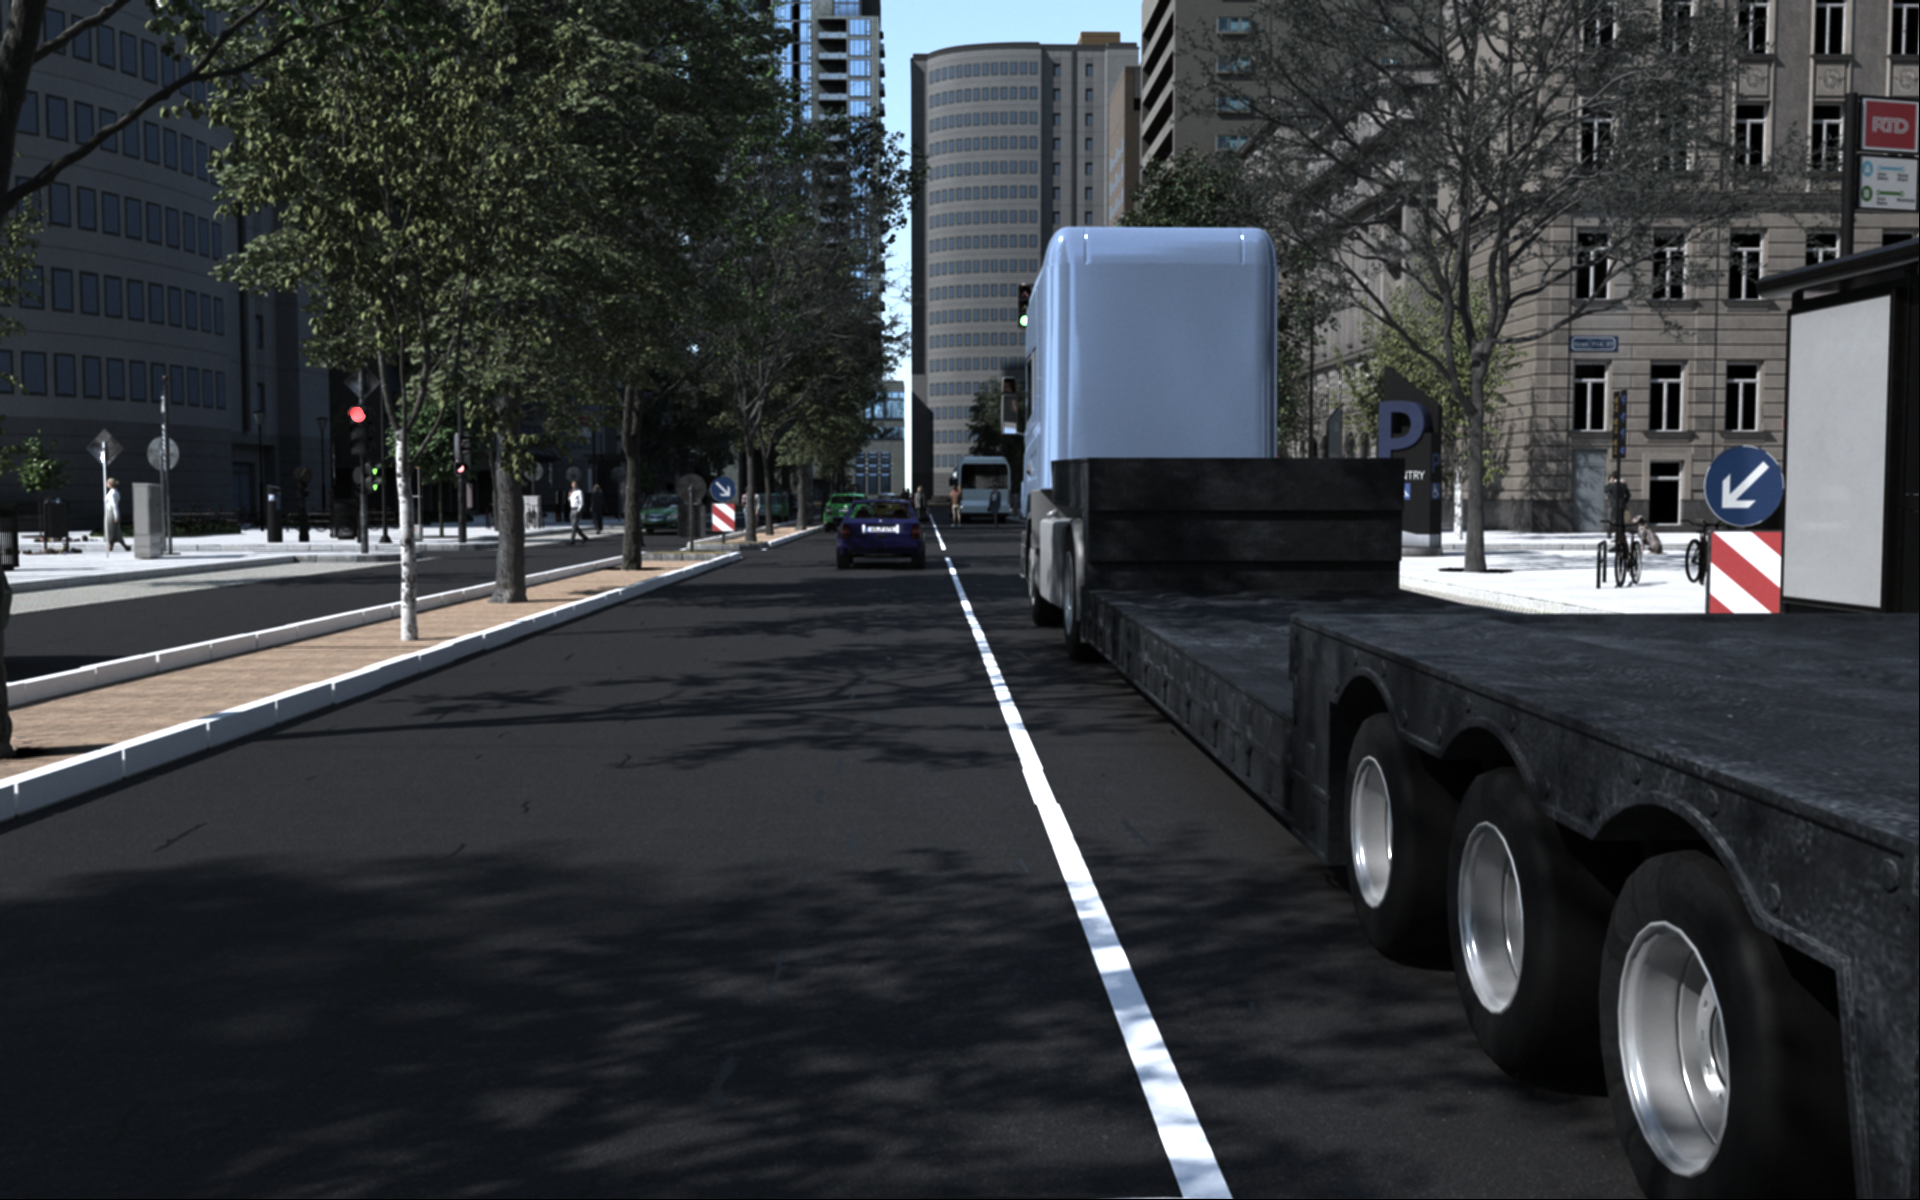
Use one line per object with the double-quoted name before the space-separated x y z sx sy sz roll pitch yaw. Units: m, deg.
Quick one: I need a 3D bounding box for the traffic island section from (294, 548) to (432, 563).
"traffic island section" -12.895 -0.929 37.477 2.009 0.180 2.903 0 4 -1

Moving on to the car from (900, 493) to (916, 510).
"car" -4.671 -8.924 154.950 2.155 1.783 4.494 0 4 -2

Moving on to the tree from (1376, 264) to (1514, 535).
"tree" 15.538 -6.377 54.619 4.360 8.622 3.978 0 3 0

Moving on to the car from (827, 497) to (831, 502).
"car" -12.567 -10.250 177.375 2.009 1.686 4.222 0 4 -1

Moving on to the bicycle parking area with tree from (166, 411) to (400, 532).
"bicycle parking area with tree" -24.219 -4.622 62.569 9.016 4.147 8.231 1 4 16

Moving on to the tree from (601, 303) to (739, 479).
"tree" -17.217 -12.252 106.969 9.857 13.997 8.962 0 3 0

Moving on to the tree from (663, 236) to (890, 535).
"tree" -6.600 -7.546 60.244 8.767 10.594 7.601 0 4 -1

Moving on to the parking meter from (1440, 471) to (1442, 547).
"parking meter" 10.400 -1.975 38.004 0.255 1.863 0.399 2 4 31

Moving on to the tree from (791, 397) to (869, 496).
"tree" -7.621 -9.241 103.911 4.737 8.622 4.395 0 3 0

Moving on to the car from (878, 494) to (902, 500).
"car" -3.942 -5.298 96.843 2.015 1.641 3.980 0 4 -3

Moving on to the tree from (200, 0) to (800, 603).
"tree" -6.038 -6.255 22.861 7.486 12.596 7.792 0 3 0

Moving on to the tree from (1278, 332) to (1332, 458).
"tree" 14.305 -7.645 75.365 4.360 8.622 3.978 0 3 0

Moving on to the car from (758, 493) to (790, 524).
"car" -9.360 -4.631 84.505 1.959 1.807 4.718 0 4 1

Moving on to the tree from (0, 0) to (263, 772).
"tree" -5.222 -4.934 8.878 9.928 11.665 9.643 0 3 0

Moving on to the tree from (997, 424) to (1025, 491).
"tree" 5.885 -13.105 164.629 4.737 8.622 4.395 0 3 0

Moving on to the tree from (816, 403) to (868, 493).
"tree" -7.544 -9.584 109.515 4.360 8.622 3.978 0 3 0

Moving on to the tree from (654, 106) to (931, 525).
"tree" -8.113 -13.507 79.188 12.611 20.169 13.585 0 3 0

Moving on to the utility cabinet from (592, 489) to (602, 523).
"utility cabinet" -15.724 -4.056 74.997 0.318 1.500 1.173 0 4 -6

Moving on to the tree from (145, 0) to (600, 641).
"tree" -5.320 -3.888 16.388 4.737 8.622 4.395 0 3 0

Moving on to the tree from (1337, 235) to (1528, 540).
"tree" 13.925 -5.997 48.416 4.737 8.622 4.395 0 3 0

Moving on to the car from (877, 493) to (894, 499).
"car" -5.180 -6.991 123.896 1.945 1.707 3.694 0 4 0

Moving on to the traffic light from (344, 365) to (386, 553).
"traffic light" -12.855 -2.962 37.344 0.839 4.253 0.868 0 4 -1

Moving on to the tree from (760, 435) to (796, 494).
"tree" -19.099 -14.136 181.487 4.360 8.622 3.978 0 3 0

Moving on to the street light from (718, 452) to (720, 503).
"street light" -16.167 -9.020 120.018 1.470 5.913 1.316 0 4 -1

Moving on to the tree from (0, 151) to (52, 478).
"tree" -15.411 -4.595 25.496 4.737 8.622 4.395 0 3 0

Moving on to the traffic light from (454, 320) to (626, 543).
"traffic light" -10.942 -4.327 45.408 4.771 5.953 1.251 0 4 -1

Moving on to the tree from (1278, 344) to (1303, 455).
"tree" 14.192 -7.971 80.683 4.737 8.622 4.395 0 3 0

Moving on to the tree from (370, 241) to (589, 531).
"tree" -16.303 -7.663 59.704 7.601 10.594 8.767 0 4 6

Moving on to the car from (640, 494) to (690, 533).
"car" -10.629 -3.101 62.503 2.131 1.459 4.920 0 4 -1

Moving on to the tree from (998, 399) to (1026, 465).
"tree" 6.310 -12.401 137.171 7.601 10.594 8.767 2 4 33

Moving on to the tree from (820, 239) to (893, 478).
"tree" -6.360 -9.032 68.263 7.486 12.596 7.792 0 3 0

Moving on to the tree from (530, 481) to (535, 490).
"tree" -21.927 -5.612 86.357 1.663 3.219 1.824 0 3 0

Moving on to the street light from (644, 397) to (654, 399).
"street light" -15.307 -6.747 82.860 1.470 5.913 1.316 0 4 -1

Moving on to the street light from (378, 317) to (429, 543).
"street light" -14.505 -4.443 45.185 1.470 5.913 1.316 0 4 -1

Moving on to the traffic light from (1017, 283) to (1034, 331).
"traffic light" 3.612 -3.848 37.580 4.771 5.953 1.251 0 4 -1

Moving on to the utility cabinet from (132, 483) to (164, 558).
"utility cabinet" -16.197 -1.584 34.584 0.318 1.500 1.173 -1 4 -13

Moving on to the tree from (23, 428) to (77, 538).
"tree" -27.046 -3.441 50.862 1.663 3.219 1.824 0 3 0

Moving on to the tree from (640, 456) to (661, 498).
"tree" -16.182 -5.791 89.290 1.663 3.219 1.824 0 3 0

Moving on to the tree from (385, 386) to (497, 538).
"tree" -15.224 -4.117 51.033 4.285 4.588 4.351 0 3 0

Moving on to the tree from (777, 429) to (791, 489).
"tree" -18.404 -14.664 190.122 4.737 8.622 4.395 0 3 0

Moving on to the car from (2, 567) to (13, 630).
"car" -8.705 -0.037 12.410 2.131 1.459 4.920 0 4 -3

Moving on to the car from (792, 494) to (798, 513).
"car" -11.953 -7.266 128.578 2.009 1.686 4.222 0 3 0

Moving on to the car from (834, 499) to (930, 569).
"car" -1.567 -1.347 34.599 1.945 1.354 3.894 0 4 -2

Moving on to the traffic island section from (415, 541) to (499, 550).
"traffic island section" -13.071 -1.418 45.461 2.009 0.180 2.903 0 4 -1

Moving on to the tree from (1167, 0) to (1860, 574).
"tree" 8.382 -7.198 28.064 12.009 13.543 11.850 0 3 0

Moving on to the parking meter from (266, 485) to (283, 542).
"parking meter" -18.237 -2.304 46.080 0.372 1.533 0.369 0 3 0

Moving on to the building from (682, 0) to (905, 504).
"building" -22.754 -55.746 224.117 31.000 86.520 22.319 0 4 -1

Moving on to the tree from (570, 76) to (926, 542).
"tree" -6.074 -8.393 50.053 12.009 13.543 11.850 0 3 0

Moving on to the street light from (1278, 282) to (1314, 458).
"street light" 7.118 -3.990 37.786 1.470 5.913 1.316 0 4 -1

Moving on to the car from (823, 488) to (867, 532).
"car" -4.253 -3.551 66.855 1.959 1.807 4.718 0 4 0

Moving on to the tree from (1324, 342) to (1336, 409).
"tree" 15.851 -6.981 64.508 4.737 8.622 4.395 0 3 0

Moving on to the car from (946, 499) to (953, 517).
"car" 0.230 -6.131 109.289 2.155 1.783 4.494 0 4 -2

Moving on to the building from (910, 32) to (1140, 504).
"building" 7.755 -41.746 224.549 28.212 58.520 21.231 0 4 -1

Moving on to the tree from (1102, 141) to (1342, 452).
"tree" 7.493 -8.532 56.499 9.611 12.733 9.660 0 3 0

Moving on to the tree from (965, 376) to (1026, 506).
"tree" 5.372 -17.069 185.731 9.857 13.997 8.962 0 3 0

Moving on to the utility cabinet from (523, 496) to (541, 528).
"utility cabinet" -16.612 -3.385 66.502 1.020 1.237 0.306 1 4 11

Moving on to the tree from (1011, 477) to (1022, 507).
"tree" 5.609 -10.957 173.739 1.663 3.219 1.824 0 3 0
